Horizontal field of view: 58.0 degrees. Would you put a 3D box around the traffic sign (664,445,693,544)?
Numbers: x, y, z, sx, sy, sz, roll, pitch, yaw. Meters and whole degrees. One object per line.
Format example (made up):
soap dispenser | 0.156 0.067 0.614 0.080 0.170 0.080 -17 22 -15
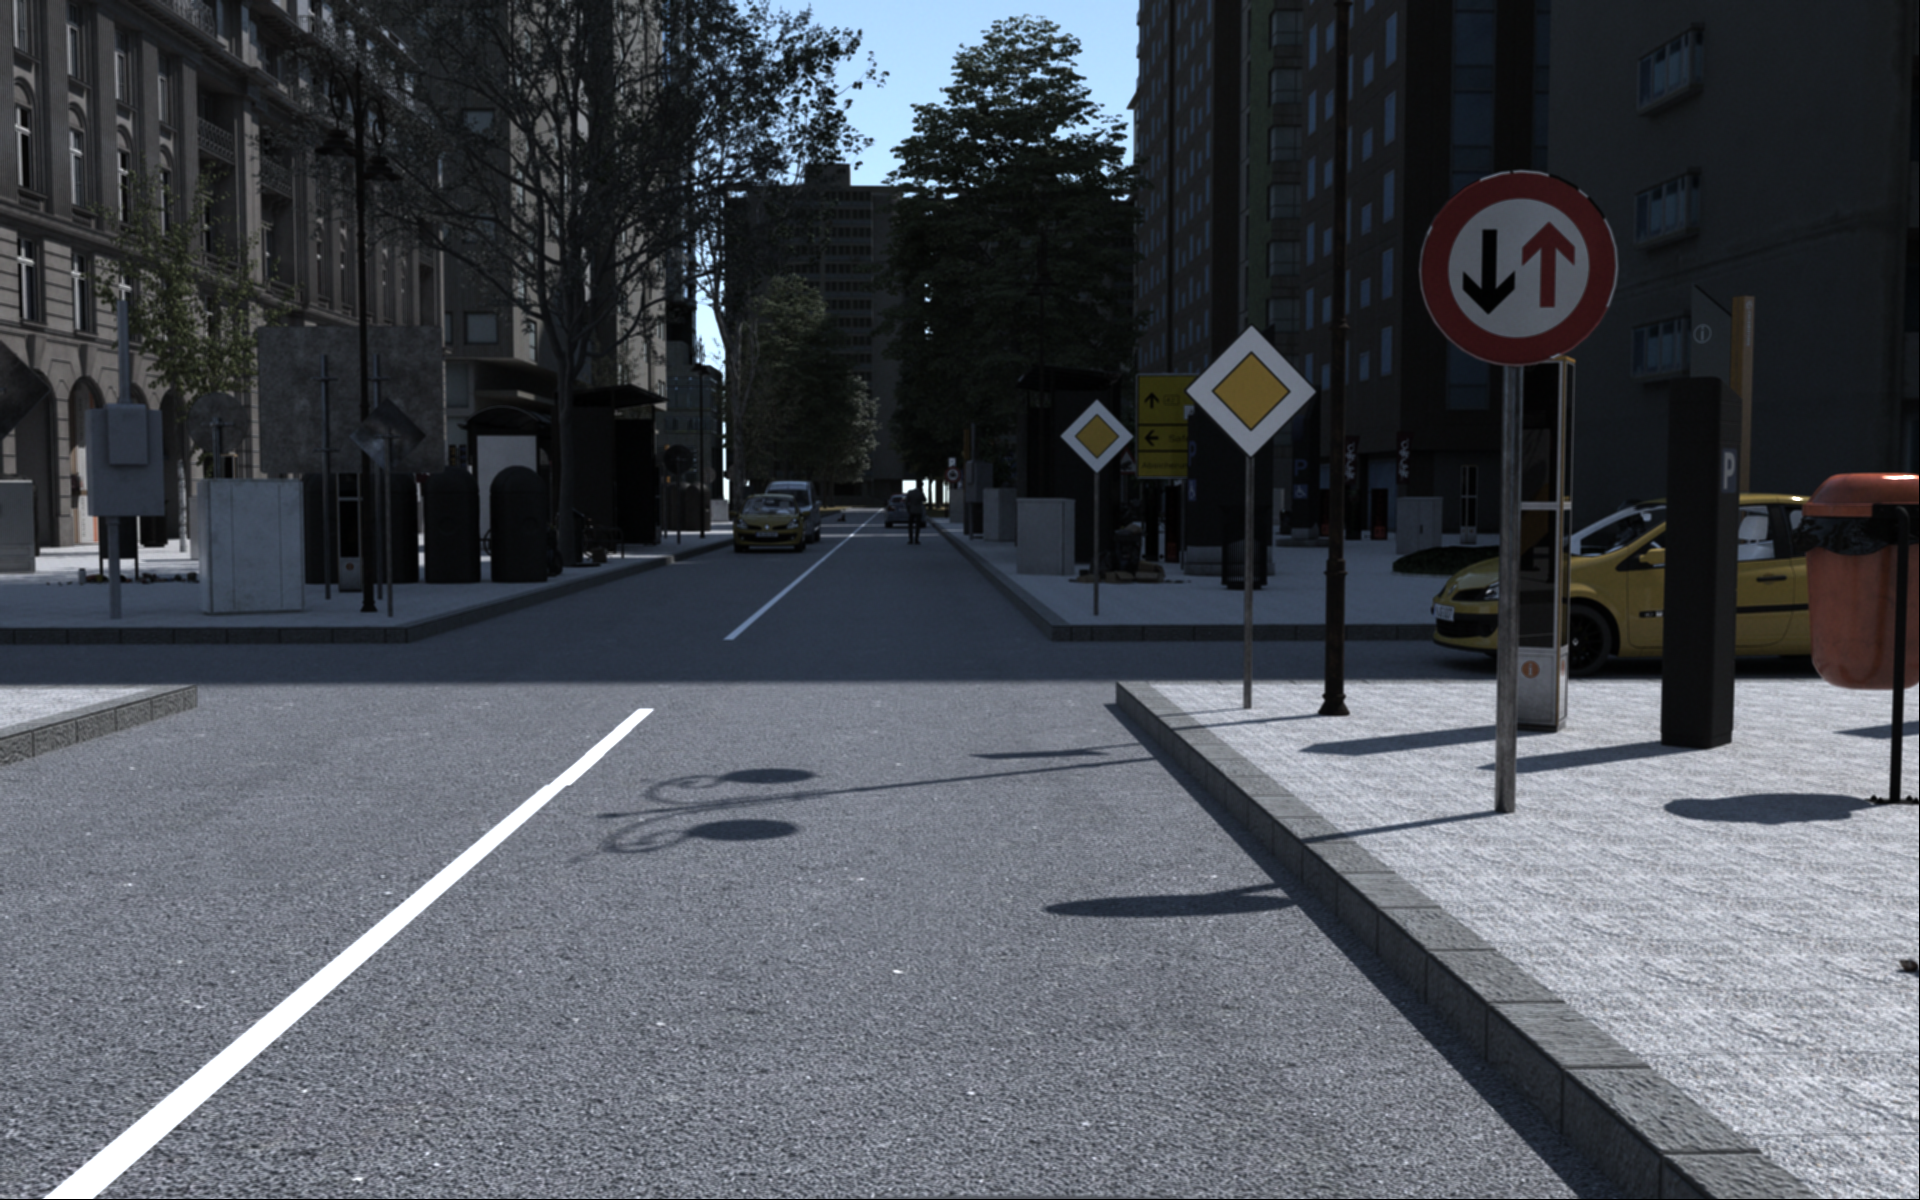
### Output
traffic sign | -7.243 -2.717 44.534 0.768 2.556 0.104 0 4 3

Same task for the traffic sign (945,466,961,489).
traffic sign | -0.321 -4.856 79.503 0.768 2.556 0.104 0 4 7

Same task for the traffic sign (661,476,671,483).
traffic sign | -13.260 -4.726 77.377 0.768 2.556 0.104 0 4 5

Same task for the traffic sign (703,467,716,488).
traffic sign | -11.731 -4.923 80.589 0.768 2.556 0.104 0 4 5

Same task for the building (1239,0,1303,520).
building | 20.636 -24.466 83.610 14.154 41.232 14.086 0 4 -2

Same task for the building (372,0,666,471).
building | -38.602 -33.644 139.321 27.495 52.752 28.713 0 4 -2

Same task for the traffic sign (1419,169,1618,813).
traffic sign | 2.202 -0.417 6.920 0.768 2.556 0.104 0 4 5

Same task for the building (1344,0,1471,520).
building | 20.738 -27.730 103.502 14.600 45.320 14.200 0 4 -2

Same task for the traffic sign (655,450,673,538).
traffic sign | -8.518 -3.054 50.033 0.768 2.556 0.104 0 4 0

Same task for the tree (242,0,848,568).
tree | -6.848 -7.320 30.048 12.009 13.543 11.850 0 3 0

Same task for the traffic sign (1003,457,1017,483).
traffic sign | 1.630 -3.633 59.499 0.768 2.556 0.104 0 4 3

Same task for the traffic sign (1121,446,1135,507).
traffic sign | 4.519 -2.877 47.041 0.884 2.594 0.081 0 4 6

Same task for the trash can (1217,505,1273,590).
trash can | 3.831 -0.713 23.315 0.748 1.137 0.748 0 3 0

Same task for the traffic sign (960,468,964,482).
traffic sign | 0.353 -4.939 80.851 0.768 2.556 0.104 0 4 8

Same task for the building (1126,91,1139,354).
building | 35.197 -37.714 205.854 27.495 52.752 28.713 0 4 -2

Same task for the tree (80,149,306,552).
tree | -16.922 -5.363 38.044 4.737 8.622 4.395 0 3 0

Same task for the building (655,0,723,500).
building | -43.350 -54.142 197.894 31.000 86.520 22.319 0 4 -2

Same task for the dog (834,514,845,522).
dog | -6.230 -4.286 90.263 0.748 0.427 0.550 -1 4 -14

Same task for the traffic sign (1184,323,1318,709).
traffic sign | 1.717 -0.407 10.300 0.795 2.450 0.064 0 4 -2

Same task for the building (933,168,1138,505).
building | 8.423 -31.550 207.726 23.993 40.220 32.217 0 4 -2

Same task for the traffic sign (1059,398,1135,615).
traffic sign | 1.438 -0.895 18.280 0.795 2.450 0.064 0 4 -2

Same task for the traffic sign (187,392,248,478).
traffic sign | -9.273 -1.317 21.639 0.768 2.556 0.104 0 4 1

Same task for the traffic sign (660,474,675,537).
traffic sign | -8.980 -3.176 51.928 0.884 2.594 0.081 0 4 4

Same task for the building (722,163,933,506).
building | -15.773 -31.461 206.262 23.993 40.220 32.217 0 4 -2

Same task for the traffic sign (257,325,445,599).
traffic sign | -7.381 -1.659 21.000 2.265 3.308 0.079 0 4 3

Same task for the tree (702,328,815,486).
tree | -9.284 -7.685 76.016 4.360 8.622 3.978 0 3 0

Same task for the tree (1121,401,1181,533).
tree | 6.123 -4.519 57.597 4.285 4.588 4.351 0 3 0

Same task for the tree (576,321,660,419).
tree | -14.883 -7.569 74.123 4.360 8.622 3.978 0 3 0

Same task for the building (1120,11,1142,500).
building | 22.653 -50.546 139.097 22.319 86.520 31.000 0 4 -2

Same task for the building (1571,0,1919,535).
building | 26.033 -25.492 40.500 21.600 48.544 21.300 0 4 -2

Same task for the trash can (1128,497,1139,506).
trash can | 9.305 -4.994 93.306 0.748 1.137 0.748 0 3 0

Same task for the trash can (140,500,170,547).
trash can | -19.500 -1.848 41.876 0.748 1.137 0.748 0 3 0

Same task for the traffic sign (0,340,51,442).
traffic sign | -5.674 -0.393 10.063 0.795 2.450 0.064 0 4 -2

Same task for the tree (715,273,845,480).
tree | -8.556 -10.465 89.230 7.486 12.596 7.792 0 3 0

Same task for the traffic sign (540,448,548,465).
traffic sign | -11.496 -2.857 46.814 0.768 2.556 0.104 0 4 8

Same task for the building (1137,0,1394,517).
building | 19.957 -28.598 117.690 14.600 45.320 14.200 0 4 -2

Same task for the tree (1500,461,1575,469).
tree | 13.535 -2.854 41.260 1.663 3.219 1.824 0 3 0

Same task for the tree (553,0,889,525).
tree | -9.314 -12.593 61.781 12.611 20.169 13.585 0 3 0

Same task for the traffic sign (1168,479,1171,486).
traffic sign | 5.490 -2.766 45.332 0.768 2.556 0.104 0 3 0

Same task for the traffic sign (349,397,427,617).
traffic sign | -5.952 -0.881 18.044 0.795 2.450 0.064 0 4 -2

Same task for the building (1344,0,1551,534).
building | 20.684 -25.154 61.372 14.600 45.320 14.200 0 4 -2

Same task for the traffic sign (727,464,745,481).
traffic sign | -9.443 -4.463 73.076 0.768 2.556 0.104 0 4 4

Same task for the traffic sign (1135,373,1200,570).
traffic sign | 4.089 -2.160 29.184 2.265 3.308 0.079 0 4 3
